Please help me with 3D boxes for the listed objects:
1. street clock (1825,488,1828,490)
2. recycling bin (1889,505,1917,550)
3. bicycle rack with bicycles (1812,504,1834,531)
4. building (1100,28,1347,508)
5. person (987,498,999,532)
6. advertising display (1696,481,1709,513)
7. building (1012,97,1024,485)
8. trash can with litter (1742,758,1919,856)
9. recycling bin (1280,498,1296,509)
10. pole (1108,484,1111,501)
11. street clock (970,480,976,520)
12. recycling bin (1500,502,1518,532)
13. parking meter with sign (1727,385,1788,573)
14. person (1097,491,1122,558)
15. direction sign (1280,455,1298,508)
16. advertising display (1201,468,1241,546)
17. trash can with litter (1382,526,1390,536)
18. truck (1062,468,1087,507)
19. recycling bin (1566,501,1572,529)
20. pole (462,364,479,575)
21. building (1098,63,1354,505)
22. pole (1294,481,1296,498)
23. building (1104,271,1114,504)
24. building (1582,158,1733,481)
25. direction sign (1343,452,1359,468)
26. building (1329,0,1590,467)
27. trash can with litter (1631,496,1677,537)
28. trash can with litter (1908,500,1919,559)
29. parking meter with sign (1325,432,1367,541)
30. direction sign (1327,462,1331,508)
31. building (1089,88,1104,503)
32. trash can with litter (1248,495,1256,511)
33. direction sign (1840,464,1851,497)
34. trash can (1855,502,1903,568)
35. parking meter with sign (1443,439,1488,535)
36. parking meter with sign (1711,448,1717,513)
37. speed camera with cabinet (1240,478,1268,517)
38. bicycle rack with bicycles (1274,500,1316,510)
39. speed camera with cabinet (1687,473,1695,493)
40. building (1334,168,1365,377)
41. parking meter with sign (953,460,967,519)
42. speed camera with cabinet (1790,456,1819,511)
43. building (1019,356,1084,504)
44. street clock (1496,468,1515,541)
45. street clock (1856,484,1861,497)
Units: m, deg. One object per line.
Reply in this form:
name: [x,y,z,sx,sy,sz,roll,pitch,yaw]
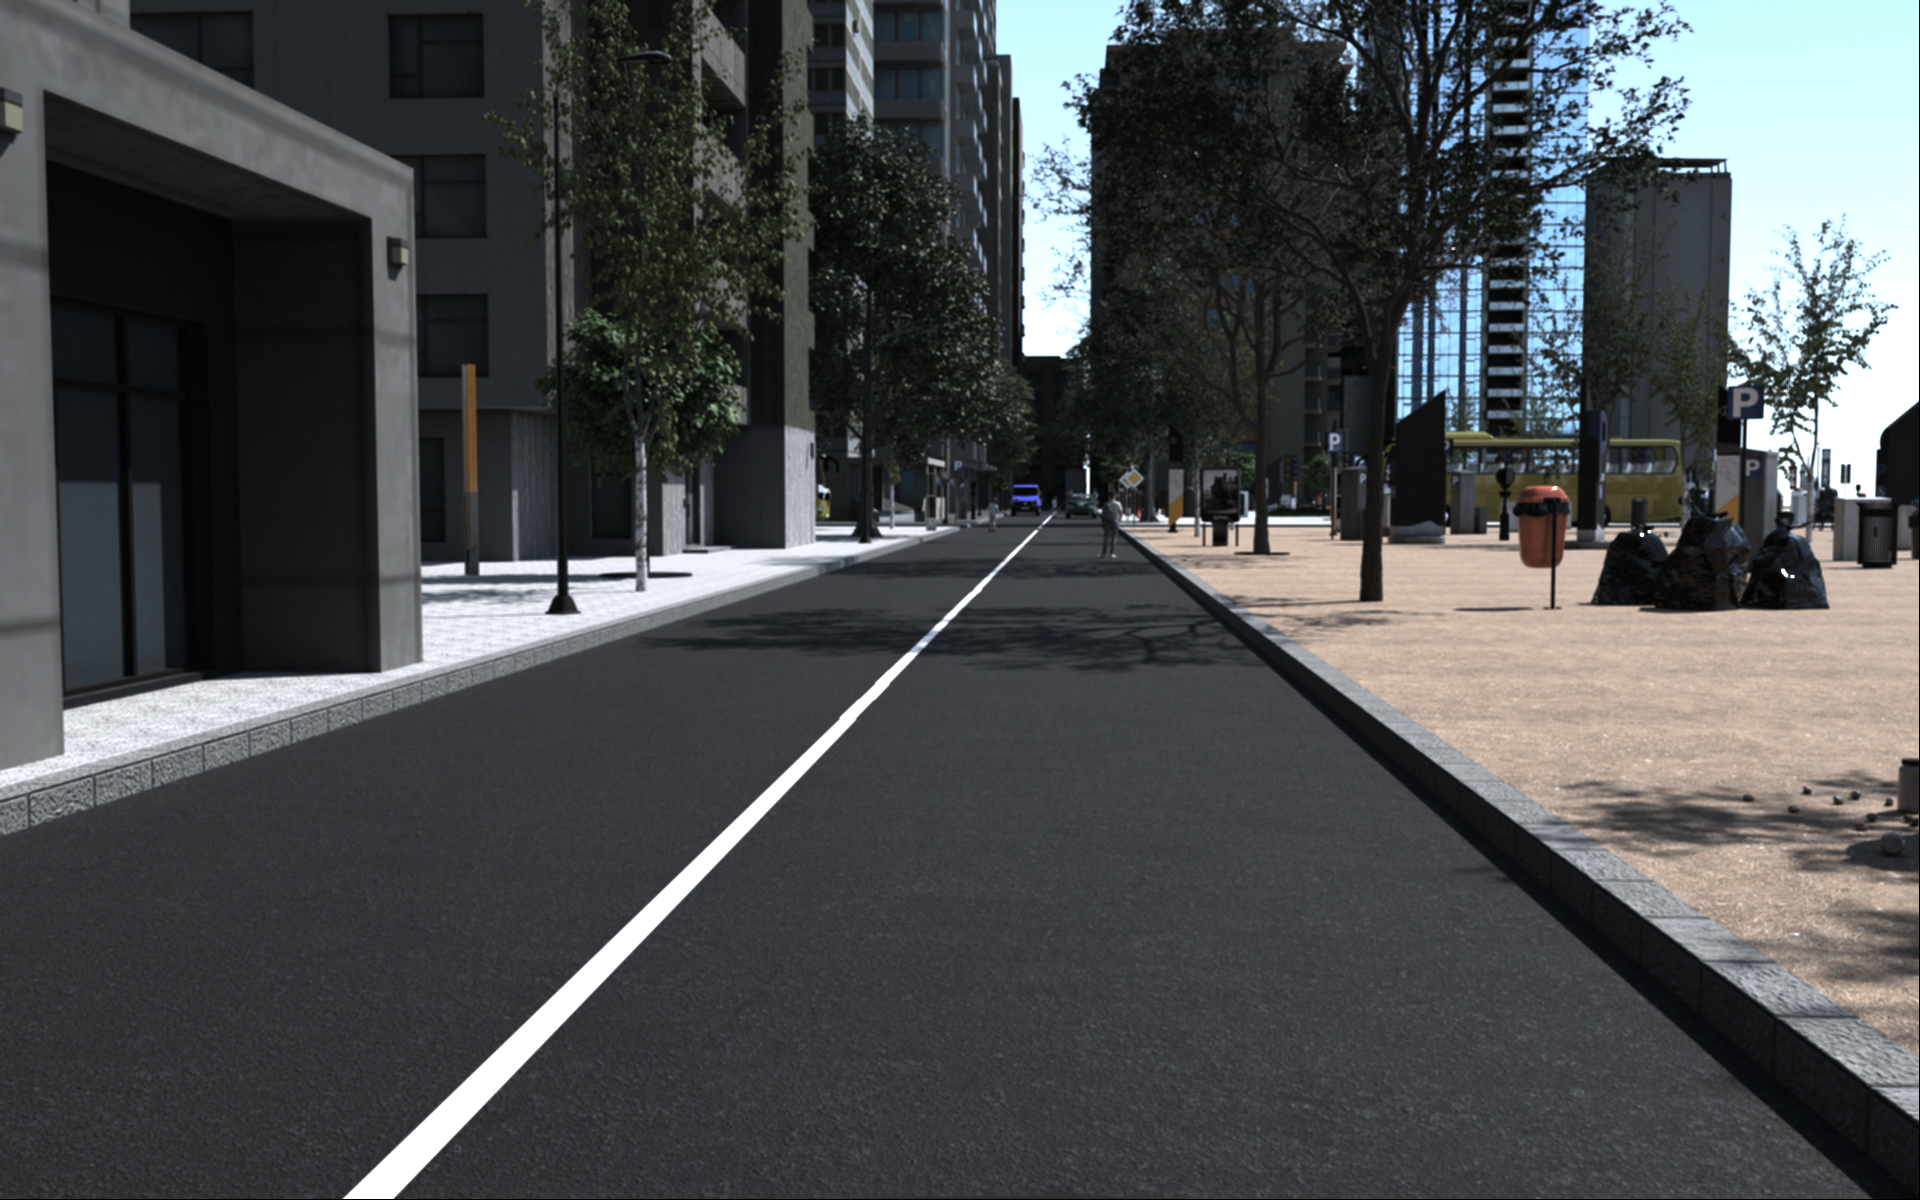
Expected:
street clock: [62.708,-7.384,125.300,0.358,2.002,0.471,1,4,14]
recycling bin: [21.718,-1.669,39.835,0.722,1.027,0.722,3,5,41]
bicycle rack with bicycles: [30.929,-2.853,60.036,2.852,0.926,2.925,1,4,17]
building: [24.832,-31.400,168.008,22.147,44.769,28.867,0,4,4]
person: [1.214,-3.186,64.865,0.425,1.301,0.394,-1,4,-15]
advertising display: [35.816,-4.790,83.524,0.974,1.923,0.123,-3,4,-37]
building: [-0.128,-33.174,192.499,14.600,45.320,14.200,0,4,4]
trash can with litter: [3.758,0.300,6.156,1.678,1.210,2.233,1,4,22]
recycling bin: [20.608,-5.888,108.821,0.722,1.027,0.722,-3,5,-44]
pole: [12.484,-9.226,144.695,0.158,3.312,0.155,0,3,0]
street clock: [0.661,-5.016,86.584,0.358,2.002,0.471,0,4,7]
recycling bin: [18.718,-2.816,58.595,0.722,1.027,0.722,0,4,2]
parking meter with sign: [13.151,-1.969,28.454,0.543,3.016,1.738,3,5,42]
person: [3.372,-1.705,38.980,0.503,1.515,0.523,-2,4,-24]
direction sign: [19.323,-6.677,101.167,0.876,3.537,0.379,-2,4,-23]
advertising display: [6.439,-2.298,42.792,0.974,1.923,0.123,2,4,27]
trash can with litter: [13.169,-2.513,52.478,0.624,1.170,1.055,-3,5,-45]
truck: [12.871,-12.539,193.926,2.839,4.237,11.283,0,4,3]
recycling bin: [21.746,-3.086,63.008,0.722,1.027,0.722,-1,4,-10]
pole: [-7.719,-2.046,27.297,0.158,3.312,0.155,0,3,0]
building: [31.060,-37.958,209.858,28.713,52.752,27.495,0,4,4]
pole: [25.729,-8.511,132.994,0.158,3.312,0.155,0,3,0]
building: [22.875,-25.600,190.265,14.160,30.474,14.107,0,4,4]
building: [84.816,-32.370,212.851,14.086,41.232,14.154,0,4,4]
direction sign: [20.967,-6.180,93.034,0.876,3.537,0.379,-1,4,-10]
building: [61.985,-54.864,209.701,31.000,86.520,22.319,0,4,4]
trash can with litter: [20.659,-2.487,51.717,2.233,1.210,1.678,-1,4,-22]
trash can with litter: [19.212,-1.384,34.012,0.624,1.170,1.055,-2,4,-27]
parking meter with sign: [10.963,-3.176,48.185,0.543,3.016,1.738,-2,4,-31]
direction sign: [26.256,-8.026,123.214,0.379,3.537,0.876,2,4,28]
building: [32.422,-42.817,242.060,28.212,58.520,21.231,0,4,4]
trash can with litter: [22.029,-7.329,130.880,1.678,1.210,2.233,0,4,-7]
direction sign: [66.333,-8.426,129.765,0.379,3.537,0.876,-1,4,-21]
trash can: [15.971,-1.130,30.134,0.748,1.137,0.748,0,3,0]
parking meter with sign: [16.035,-3.600,55.122,1.738,3.016,0.543,-2,4,-30]
parking meter with sign: [28.367,-4.186,64.706,0.543,3.016,1.738,1,4,21]
speed camera with cabinet: [15.989,-6.203,95.760,2.038,3.252,0.660,1,4,11]
bicycle rack with bicycles: [19.828,-5.516,103.575,2.852,0.926,2.925,3,5,45]
speed camera with cabinet: [58.997,-8.808,138.339,2.038,3.252,0.660,0,4,8]
building: [58.329,-37.694,240.003,21.600,48.544,21.300,0,4,4]
parking meter with sign: [0.041,-5.662,88.827,0.543,3.016,1.738,-1,4,-10]
speed camera with cabinet: [43.630,-5.814,89.394,2.038,3.252,0.660,-3,5,-40]
building: [3.138,-24.621,247.590,28.899,21.520,27.650,0,4,4]
street clock: [15.060,-2.648,47.871,0.471,2.002,0.358,-1,4,-19]
street clock: [65.614,-7.460,126.546,0.358,2.002,0.471,1,4,12]
